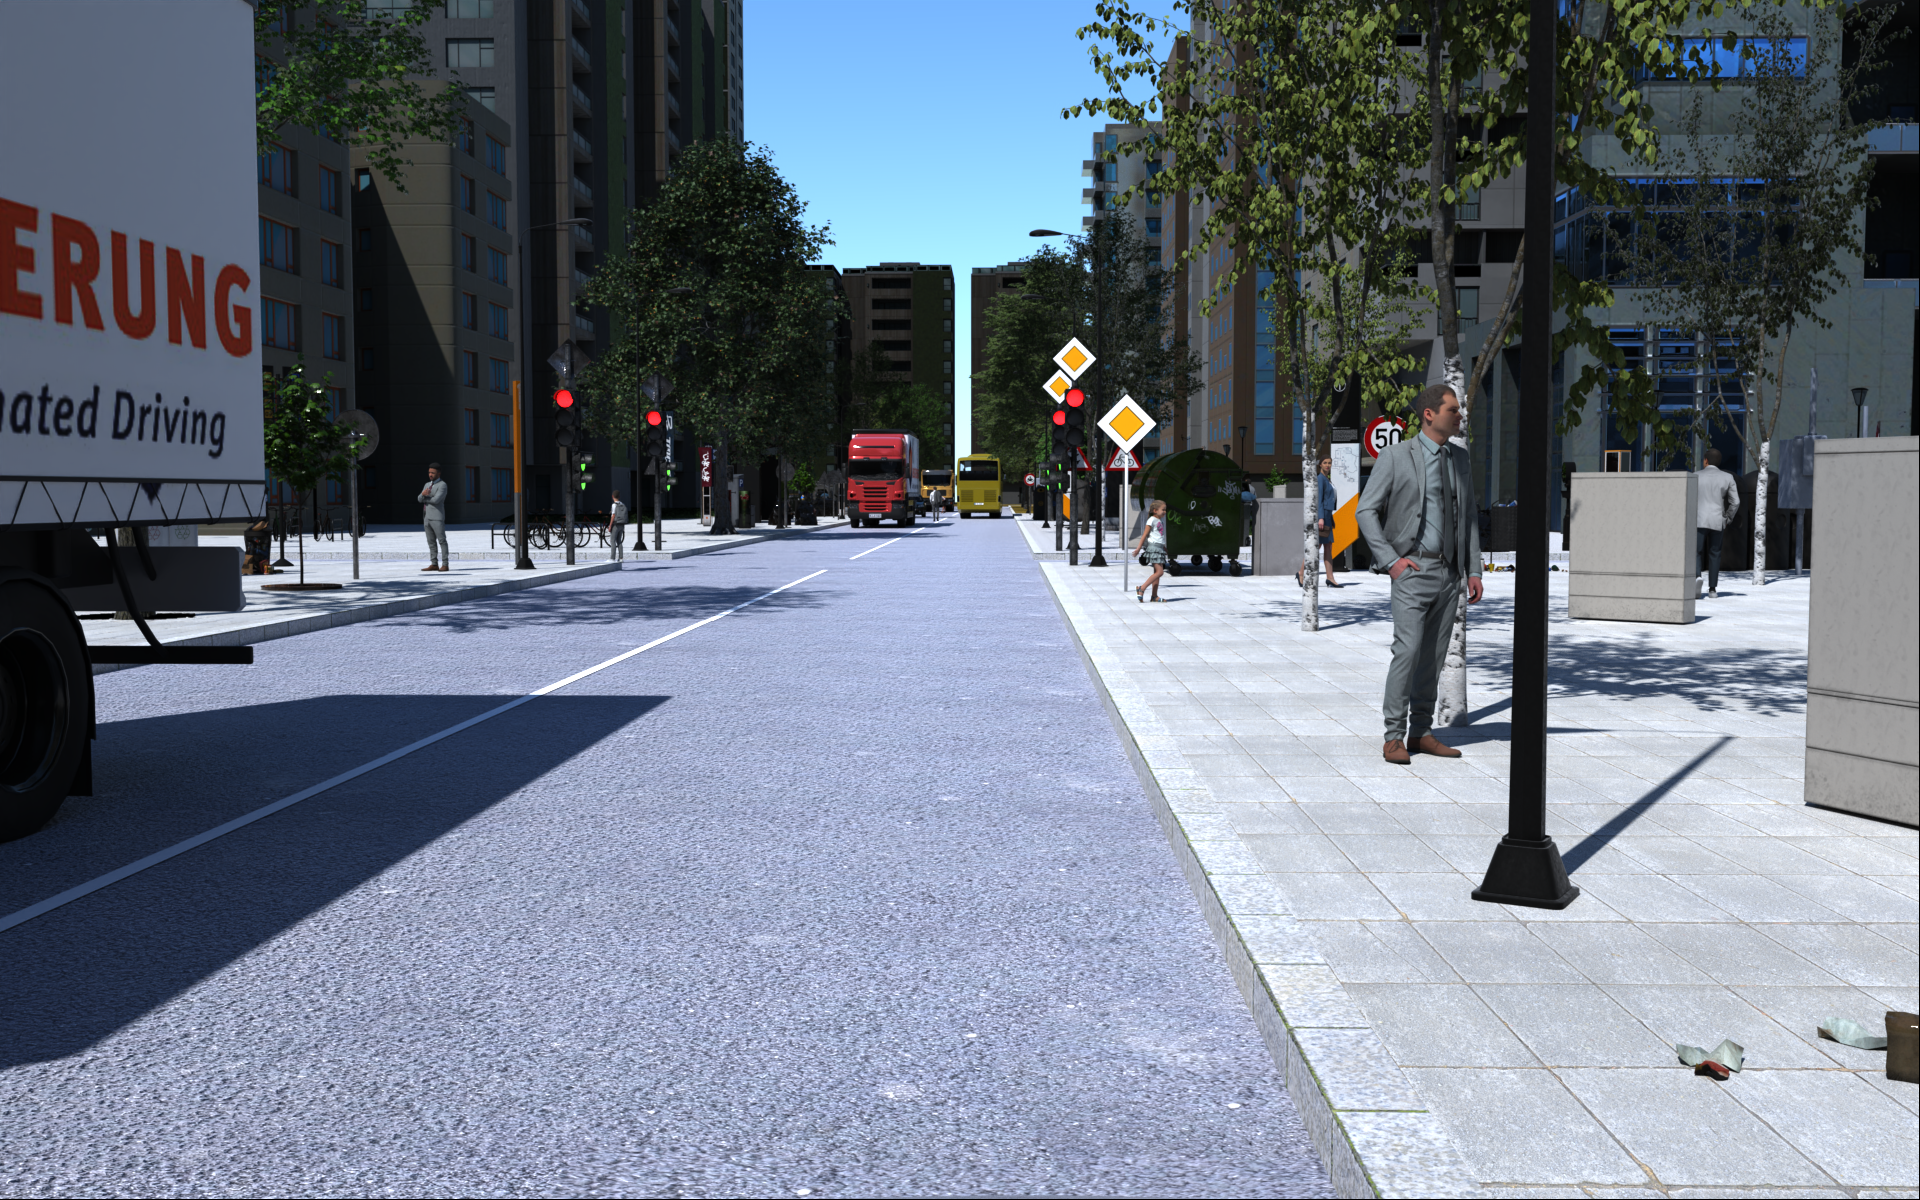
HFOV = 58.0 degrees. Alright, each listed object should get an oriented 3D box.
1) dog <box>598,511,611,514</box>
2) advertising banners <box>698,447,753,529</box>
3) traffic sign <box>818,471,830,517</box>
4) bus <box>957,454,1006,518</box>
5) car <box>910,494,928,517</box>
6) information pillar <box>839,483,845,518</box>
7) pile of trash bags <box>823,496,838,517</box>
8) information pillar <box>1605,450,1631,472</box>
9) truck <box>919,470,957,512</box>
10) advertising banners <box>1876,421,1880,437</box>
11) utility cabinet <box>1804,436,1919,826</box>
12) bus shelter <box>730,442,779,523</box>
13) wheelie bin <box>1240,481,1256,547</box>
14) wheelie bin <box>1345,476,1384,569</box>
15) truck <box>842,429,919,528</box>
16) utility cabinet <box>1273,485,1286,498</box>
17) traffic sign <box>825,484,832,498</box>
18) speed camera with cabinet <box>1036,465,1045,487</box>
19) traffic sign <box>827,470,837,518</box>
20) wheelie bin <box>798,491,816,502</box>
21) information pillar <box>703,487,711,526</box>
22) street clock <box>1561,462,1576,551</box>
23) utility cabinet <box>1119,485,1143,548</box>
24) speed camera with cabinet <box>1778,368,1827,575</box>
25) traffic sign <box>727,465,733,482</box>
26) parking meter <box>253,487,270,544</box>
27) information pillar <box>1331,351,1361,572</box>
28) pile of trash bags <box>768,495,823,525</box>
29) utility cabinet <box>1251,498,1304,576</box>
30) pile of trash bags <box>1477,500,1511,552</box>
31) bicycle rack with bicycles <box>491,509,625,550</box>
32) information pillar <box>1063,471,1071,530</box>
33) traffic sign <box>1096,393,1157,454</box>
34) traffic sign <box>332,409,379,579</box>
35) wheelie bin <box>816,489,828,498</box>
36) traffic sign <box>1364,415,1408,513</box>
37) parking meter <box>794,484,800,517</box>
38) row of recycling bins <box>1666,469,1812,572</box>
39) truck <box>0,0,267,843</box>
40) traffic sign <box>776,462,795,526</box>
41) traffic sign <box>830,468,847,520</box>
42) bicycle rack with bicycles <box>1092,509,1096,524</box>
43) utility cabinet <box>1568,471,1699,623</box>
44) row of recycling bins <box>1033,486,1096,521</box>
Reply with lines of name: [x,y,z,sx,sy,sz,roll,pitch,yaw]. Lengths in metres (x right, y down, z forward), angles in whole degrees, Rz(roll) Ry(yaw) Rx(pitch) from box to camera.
dog: [-16.526,-3.900,80.601,0.540,0.507,0.406,-1,4,-21]
advertising banners: [-8.701,-4.165,64.278,2.074,3.025,0.090,0,4,7]
traffic sign: [-7.526,-5.877,96.092,0.884,2.594,0.081,1,4,11]
bus: [1.291,-6.950,105.179,2.896,3.916,12.252,0,4,2]
car: [-3.001,-6.036,108.477,2.009,1.686,4.222,0,4,0]
information pillar: [-6.378,-5.447,93.551,0.304,2.012,0.304,0,4,3]
pile of trash bags: [-7.125,-5.472,99.214,3.447,1.369,1.912,-1,4,-16]
information pillar: [11.059,-1.509,29.169,0.304,2.012,0.304,-2,4,-34]
truck: [-1.790,-8.820,140.135,3.469,3.379,9.791,0,4,1]
advertising banners: [21.807,-2.741,41.004,0.090,3.025,2.074,1,4,21]
utility cabinet: [3.796,0.129,6.564,0.318,1.500,1.173,-1,4,-18]
bus shelter: [-9.165,-5.371,79.098,1.731,3.624,6.357,0,4,2]
wheelie bin: [6.746,-2.102,42.283,0.980,1.594,0.693,2,4,27]
wheelie bin: [6.949,-1.335,29.734,0.693,1.594,0.980,0,4,-4]
truck: [-3.355,-5.376,76.805,2.839,4.237,11.283,0,4,2]
utility cabinet: [7.577,-1.987,41.167,0.318,1.500,1.173,1,4,10]
traffic sign: [-8.028,-6.491,106.234,0.768,2.556,0.104,1,4,9]
speed camera with cabinet: [5.297,-6.429,99.445,2.038,3.252,0.660,1,4,22]
traffic sign: [-6.770,-5.664,92.720,0.768,2.556,0.104,0,4,8]
wheelie bin: [-7.688,-4.773,85.946,0.693,1.594,0.980,-1,4,-10]
information pillar: [-10.061,-3.938,68.880,0.304,2.012,0.304,0,4,-4]
street clock: [13.745,-2.114,39.142,0.358,2.002,0.471,0,4,8]
utility cabinet: [4.352,-1.957,40.677,1.173,1.500,0.318,1,4,22]
speed camera with cabinet: [14.107,-2.023,27.407,2.038,3.252,0.660,0,4,5]
traffic sign: [-8.376,-3.648,61.773,0.606,2.300,0.079,1,4,11]
parking meter: [-16.715,-2.020,41.437,0.372,1.533,0.369,0,3,0]
information pillar: [6.305,-2.265,28.391,0.504,3.616,0.183,2,4,31]
pile of trash bags: [-7.555,-3.772,71.432,3.447,1.369,1.912,0,4,0]
utility cabinet: [5.119,-0.991,27.369,1.020,1.237,0.306,-1,4,-19]
pile of trash bags: [11.517,-1.841,39.859,1.912,1.369,3.447,-2,4,-25]
bicycle rack with bicycles: [-9.780,-1.685,40.934,2.925,0.926,2.852,2,4,31]
information pillar: [3.981,-4.355,62.558,0.504,3.616,0.183,2,4,24]
traffic sign: [2.196,-1.403,22.668,0.795,2.593,0.064,0,4,7]
traffic sign: [-9.090,-1.584,25.997,0.768,2.556,0.104,0,4,5]
wheelie bin: [-8.503,-6.061,106.999,0.980,1.594,0.693,2,4,29]
traffic sign: [6.887,-1.701,27.924,0.768,2.556,0.104,1,4,8]
parking meter: [-8.945,-5.506,95.728,0.255,1.863,0.399,3,5,41]
row of recycling bins: [13.207,-1.360,29.350,3.534,1.692,1.069,-2,4,-23]
truck: [-5.125,-0.913,3.844,2.839,4.237,11.283,0,4,2]
traffic sign: [-6.968,-4.215,69.024,0.768,2.556,0.104,0,4,7]
traffic sign: [-6.007,-5.228,85.484,0.884,2.594,0.081,0,4,5]
bicycle rack with bicycles: [7.214,-3.797,75.462,2.852,0.926,2.925,3,4,38]
utility cabinet: [6.764,-0.535,17.419,1.173,1.500,0.318,3,5,44]
row of recycling bins: [5.122,-4.754,84.835,3.534,1.692,1.069,3,4,36]
